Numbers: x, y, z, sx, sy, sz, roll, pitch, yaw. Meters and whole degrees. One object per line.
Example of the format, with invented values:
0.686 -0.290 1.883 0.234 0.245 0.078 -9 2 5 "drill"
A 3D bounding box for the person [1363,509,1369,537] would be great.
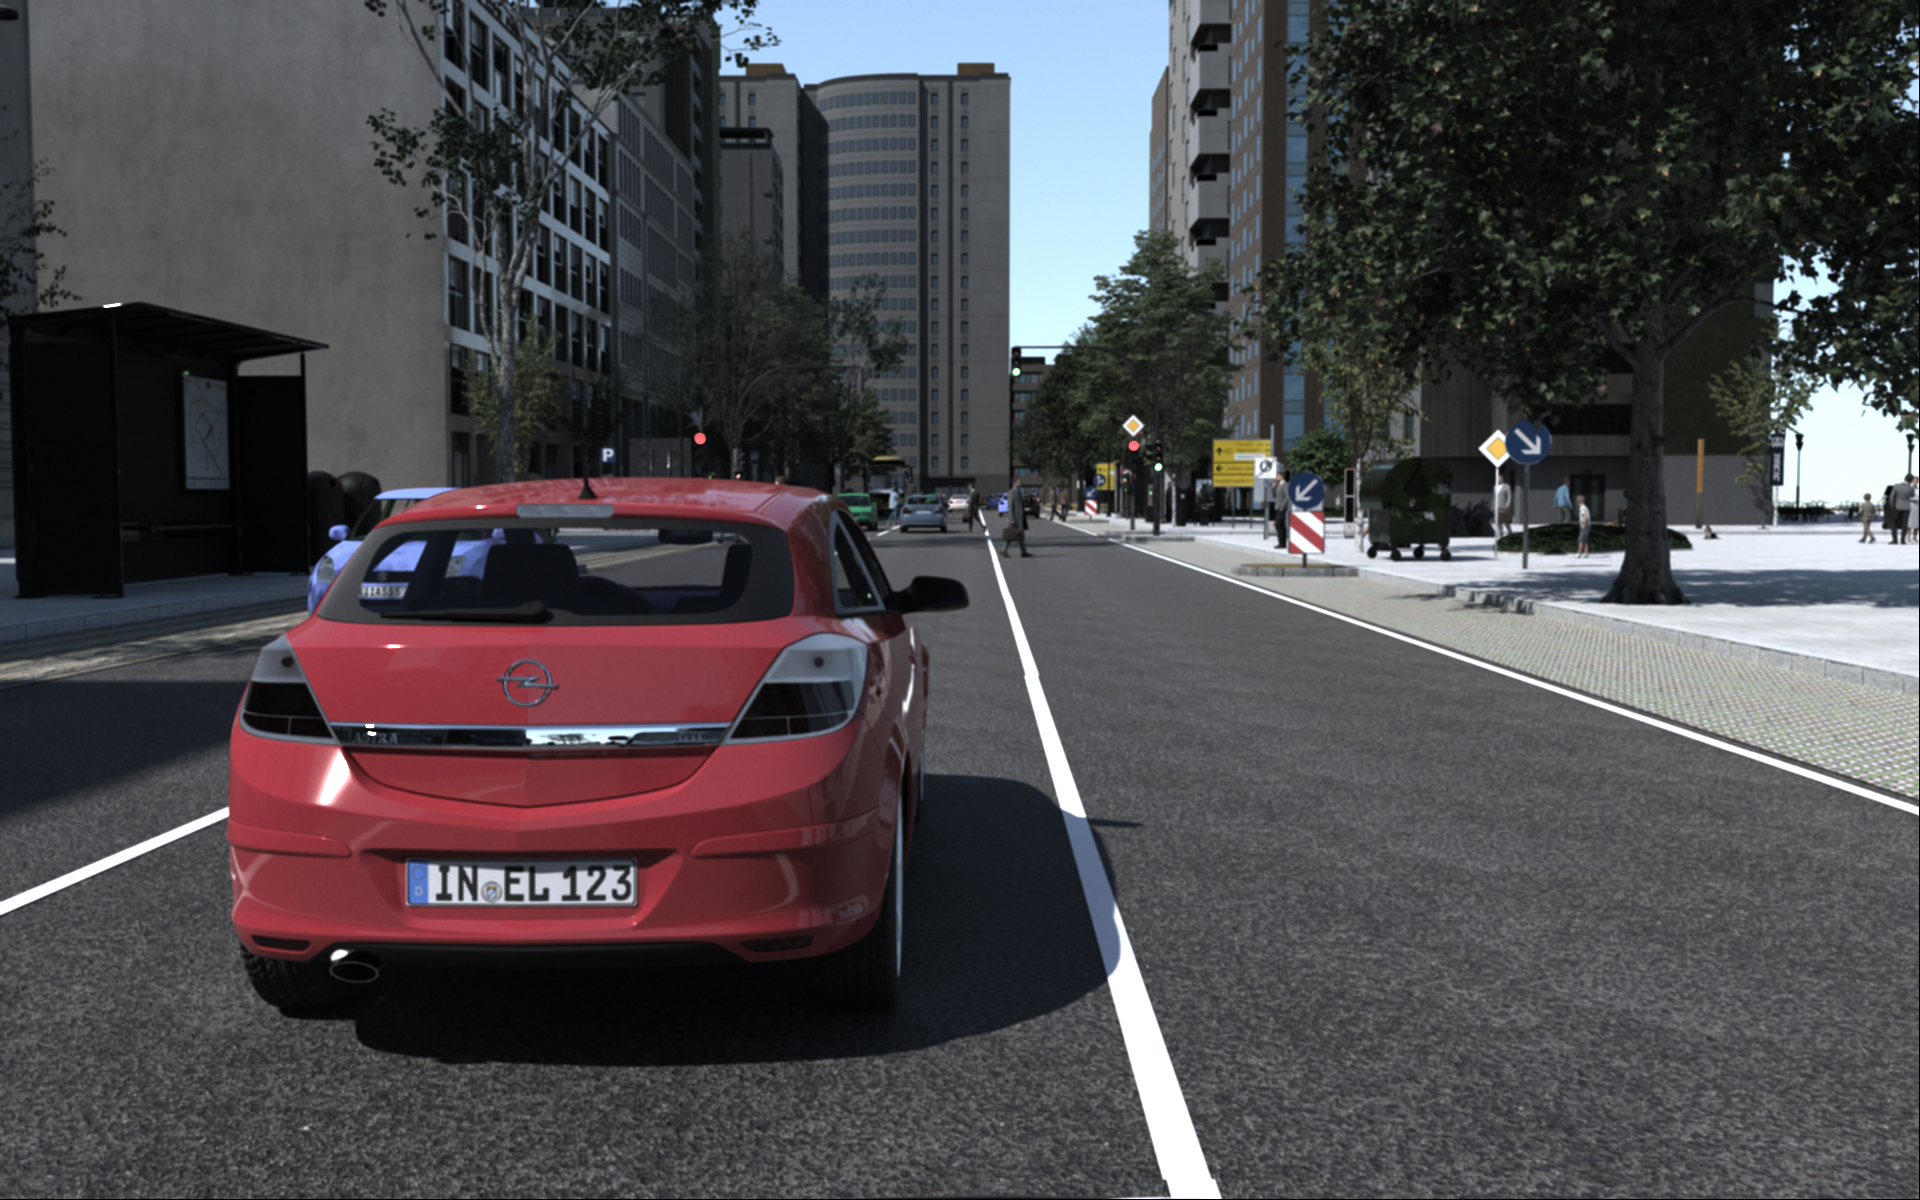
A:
9.697 -2.108 40.603 0.778 1.811 0.616 -1 4 -16 "person"

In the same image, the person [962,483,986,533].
0.543 -3.408 64.189 0.822 1.834 0.622 2 4 25 "person"

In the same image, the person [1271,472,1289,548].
7.591 -2.129 41.038 0.473 1.802 0.592 1 4 14 "person"

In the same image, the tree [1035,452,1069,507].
9.412 -13.836 176.581 4.737 8.622 4.395 0 3 0 "tree"

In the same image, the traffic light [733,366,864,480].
-5.775 -5.302 61.350 4.771 5.953 1.251 0 4 0 "traffic light"

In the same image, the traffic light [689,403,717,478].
-7.934 -3.940 53.347 0.839 4.253 0.868 0 4 0 "traffic light"

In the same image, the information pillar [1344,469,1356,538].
11.304 -2.797 50.231 0.304 2.012 0.304 1 4 12 "information pillar"

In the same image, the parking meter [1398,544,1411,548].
10.514 -1.999 41.089 0.372 1.533 0.369 0 3 0 "parking meter"

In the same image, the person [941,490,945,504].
-1.425 -7.106 125.348 0.731 1.740 0.598 0 4 -4 "person"

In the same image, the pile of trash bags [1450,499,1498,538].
14.944 -2.621 52.598 1.912 1.369 3.447 0 4 -3 "pile of trash bags"

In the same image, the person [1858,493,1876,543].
23.648 -2.132 45.180 0.475 1.303 0.640 -1 4 -19 "person"

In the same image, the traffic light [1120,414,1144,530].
6.094 -4.423 61.232 0.839 4.253 0.868 0 4 0 "traffic light"

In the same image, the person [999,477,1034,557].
1.288 -1.870 39.178 0.767 1.812 0.694 1 4 22 "person"

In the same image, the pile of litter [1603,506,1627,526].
24.040 -3.022 63.372 1.176 0.858 1.719 3 5 43 "pile of litter"

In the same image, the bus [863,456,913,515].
-4.616 -7.540 114.830 2.896 3.916 12.252 0 4 1 "bus"

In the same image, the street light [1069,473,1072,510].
8.183 -10.020 136.363 1.470 5.913 1.316 0 4 0 "street light"

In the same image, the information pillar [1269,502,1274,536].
9.626 -2.979 53.206 0.304 2.012 0.304 1 4 14 "information pillar"

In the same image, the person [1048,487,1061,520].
5.178 -5.272 94.605 0.836 1.842 0.656 -1 4 -15 "person"

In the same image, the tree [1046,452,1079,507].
9.642 -13.276 167.418 4.360 8.622 3.978 0 3 0 "tree"

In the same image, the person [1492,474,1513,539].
14.635 -2.485 46.793 0.853 1.813 0.709 -3 5 -41 "person"

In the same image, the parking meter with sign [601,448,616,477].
-13.109 -4.174 64.501 0.543 3.016 1.738 -1 4 -10 "parking meter with sign"

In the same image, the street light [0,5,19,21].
-9.647 -2.696 16.624 1.470 5.913 1.316 0 4 0 "street light"

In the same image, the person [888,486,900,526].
-2.986 -4.231 77.944 0.793 1.790 0.793 1 4 21 "person"

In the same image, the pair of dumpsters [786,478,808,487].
-9.961 -6.252 104.714 1.574 2.255 4.437 0 4 1 "pair of dumpsters"

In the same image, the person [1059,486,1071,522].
5.325 -4.861 87.883 0.656 1.842 0.836 0 4 4 "person"

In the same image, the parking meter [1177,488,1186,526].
8.792 -3.692 68.780 0.372 1.533 0.369 0 3 0 "parking meter"

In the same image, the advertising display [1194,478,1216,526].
9.982 -4.006 70.709 0.974 1.923 0.123 -2 4 -24 "advertising display"

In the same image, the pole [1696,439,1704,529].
27.401 -4.299 64.126 0.158 3.312 0.155 0 3 0 "pole"

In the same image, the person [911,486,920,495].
-2.234 -4.685 85.191 0.616 1.811 0.778 1 4 14 "person"

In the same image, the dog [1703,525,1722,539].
21.477 -1.934 49.360 0.748 0.427 0.550 0 3 0 "dog"

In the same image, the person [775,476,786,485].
-3.156 -1.356 31.263 0.643 1.750 0.593 3 4 36 "person"

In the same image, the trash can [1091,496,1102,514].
8.824 -6.165 112.454 0.748 1.137 0.748 0 3 0 "trash can"

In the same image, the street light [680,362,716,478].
-9.304 -5.425 61.235 1.470 5.913 1.316 0 4 0 "street light"

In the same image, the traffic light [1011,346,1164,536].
3.934 -4.798 53.123 4.771 5.953 1.251 0 4 0 "traffic light"

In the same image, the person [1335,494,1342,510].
22.317 -5.627 102.288 0.306 1.304 0.590 -3 5 -39 "person"

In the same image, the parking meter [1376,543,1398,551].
9.605 -1.885 39.232 0.372 1.533 0.369 0 3 0 "parking meter"

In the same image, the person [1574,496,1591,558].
12.477 -1.467 34.706 0.332 1.250 0.352 -2 4 -30 "person"

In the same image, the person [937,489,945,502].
-1.328 -6.741 119.113 0.661 1.777 0.834 2 4 35 "person"

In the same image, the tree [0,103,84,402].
-16.795 -4.757 28.142 4.360 8.622 3.978 0 3 0 "tree"

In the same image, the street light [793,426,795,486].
-8.989 -7.764 99.477 1.470 5.913 1.316 0 4 0 "street light"

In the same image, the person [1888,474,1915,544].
24.026 -2.322 44.196 0.592 1.802 0.473 2 4 34 "person"

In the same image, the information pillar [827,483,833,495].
-8.944 -7.015 119.188 0.304 2.012 0.304 -1 4 -14 "information pillar"

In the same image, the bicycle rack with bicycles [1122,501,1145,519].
9.863 -4.661 89.590 2.925 0.926 2.852 0 4 8 "bicycle rack with bicycles"

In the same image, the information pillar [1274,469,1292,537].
9.564 -2.850 51.089 0.304 2.012 0.304 -2 4 -28 "information pillar"

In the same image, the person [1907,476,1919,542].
25.521 -2.426 46.285 0.480 1.755 0.524 0 4 0 "person"

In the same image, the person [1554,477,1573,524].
18.124 -2.794 52.074 0.444 1.785 0.601 0 4 -8 "person"

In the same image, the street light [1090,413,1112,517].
7.902 -7.681 98.121 1.470 5.913 1.316 0 4 0 "street light"
